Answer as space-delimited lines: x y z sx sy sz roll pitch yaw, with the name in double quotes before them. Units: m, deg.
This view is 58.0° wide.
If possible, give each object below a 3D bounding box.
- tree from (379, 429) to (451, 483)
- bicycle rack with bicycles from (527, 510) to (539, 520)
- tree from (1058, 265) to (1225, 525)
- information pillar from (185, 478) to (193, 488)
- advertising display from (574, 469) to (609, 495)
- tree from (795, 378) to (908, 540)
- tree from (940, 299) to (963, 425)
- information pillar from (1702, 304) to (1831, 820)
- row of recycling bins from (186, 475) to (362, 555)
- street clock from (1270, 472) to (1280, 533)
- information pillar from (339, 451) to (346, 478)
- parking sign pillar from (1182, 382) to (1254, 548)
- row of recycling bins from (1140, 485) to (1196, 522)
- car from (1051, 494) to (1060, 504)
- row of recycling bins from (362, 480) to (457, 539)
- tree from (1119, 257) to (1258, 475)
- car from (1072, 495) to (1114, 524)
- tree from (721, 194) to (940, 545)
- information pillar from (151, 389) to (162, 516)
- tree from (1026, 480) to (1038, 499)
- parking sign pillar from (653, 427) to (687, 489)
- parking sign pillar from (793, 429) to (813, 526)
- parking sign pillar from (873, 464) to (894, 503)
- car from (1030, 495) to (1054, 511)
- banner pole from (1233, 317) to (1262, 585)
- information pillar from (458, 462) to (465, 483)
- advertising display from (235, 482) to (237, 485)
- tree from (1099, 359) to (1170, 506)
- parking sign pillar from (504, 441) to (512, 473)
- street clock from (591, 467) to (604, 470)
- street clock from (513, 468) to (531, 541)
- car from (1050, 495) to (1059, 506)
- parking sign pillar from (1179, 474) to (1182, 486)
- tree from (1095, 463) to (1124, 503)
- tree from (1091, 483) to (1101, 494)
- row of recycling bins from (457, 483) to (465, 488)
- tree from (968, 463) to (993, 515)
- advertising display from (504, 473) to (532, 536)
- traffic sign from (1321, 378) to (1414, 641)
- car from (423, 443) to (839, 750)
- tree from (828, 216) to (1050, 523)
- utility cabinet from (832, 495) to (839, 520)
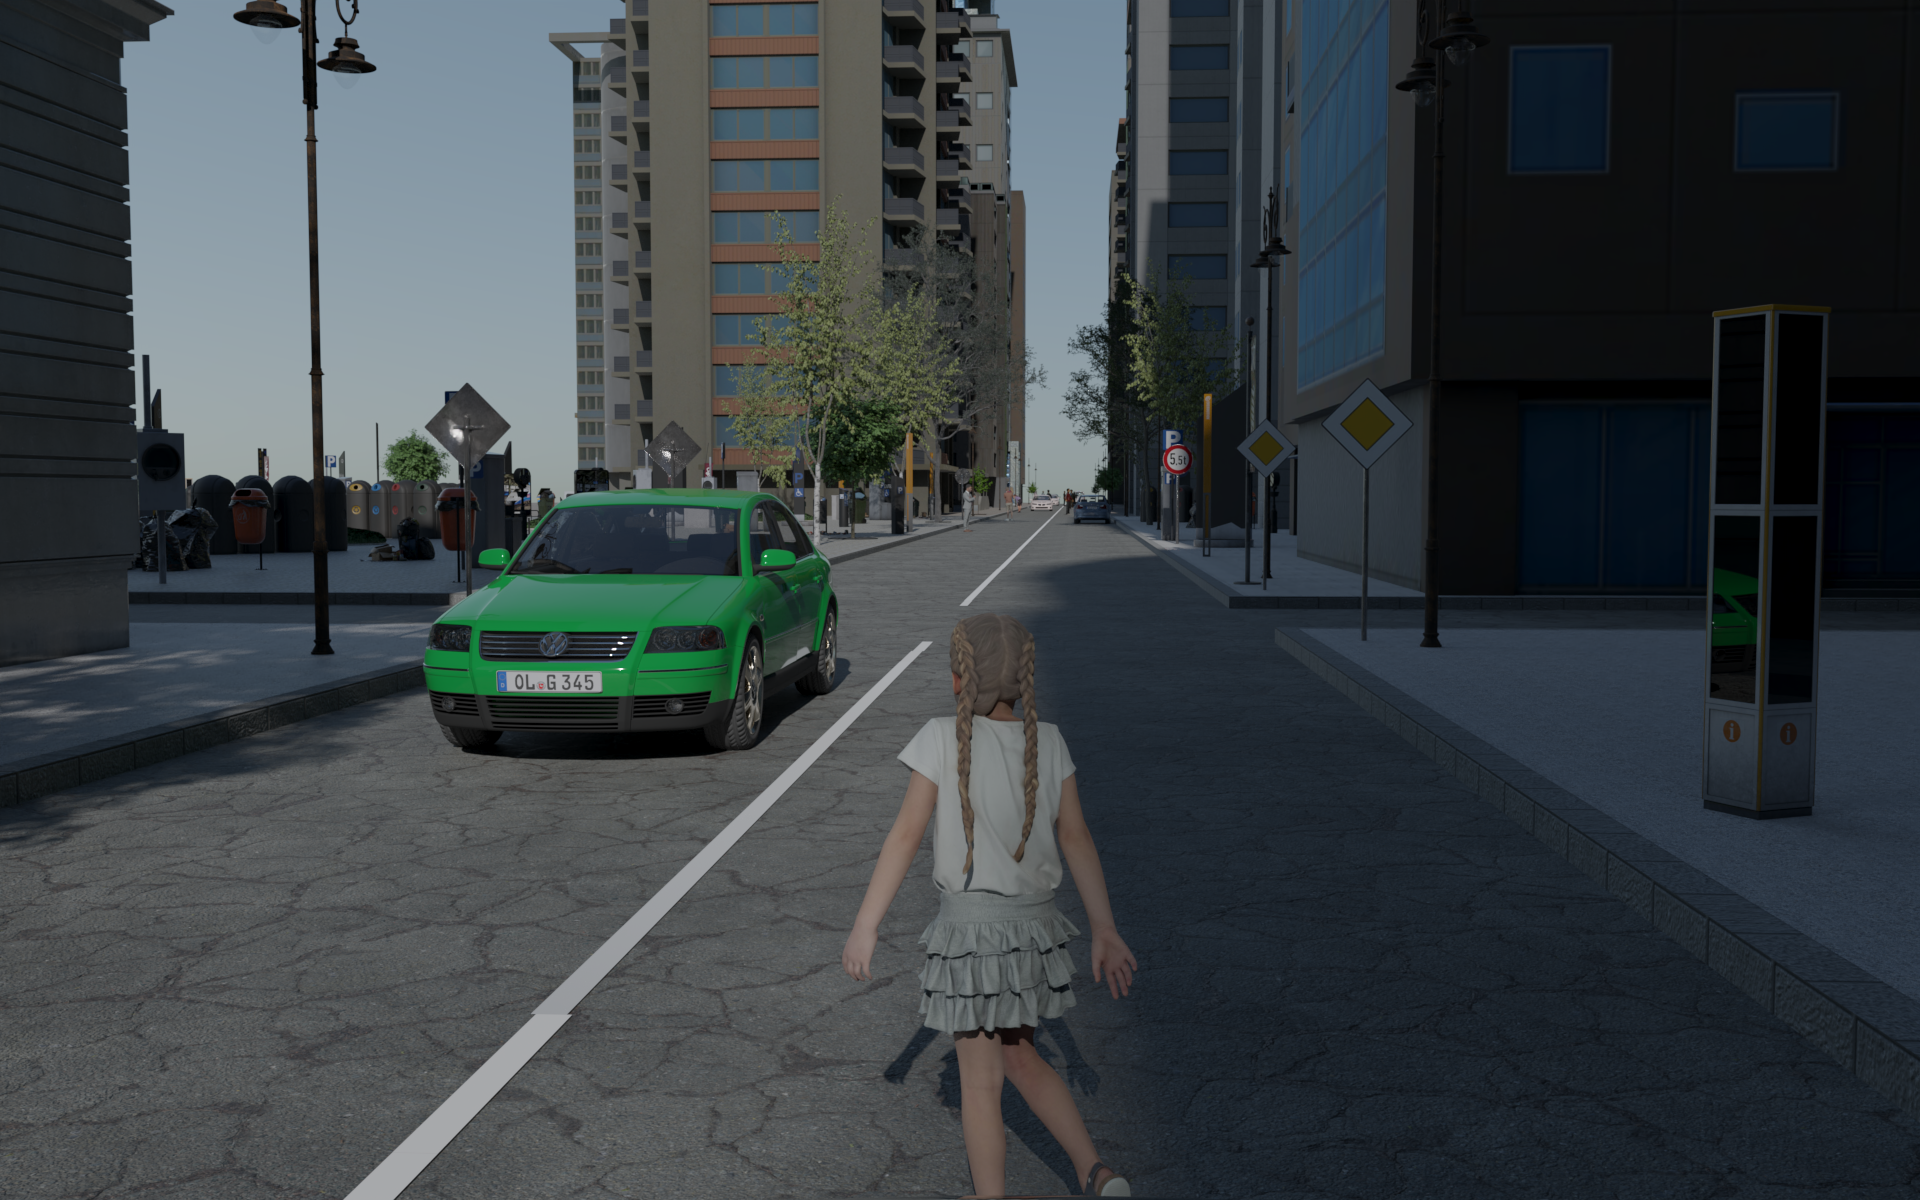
"tree" -26.807 -6.187 84.866 4.285 4.588 4.351 0 3 0
"bicycle rack with bicycles" -19.053 -3.602 72.270 2.852 0.926 2.925 1 4 22
"tree" 7.499 -8.371 71.286 7.601 10.594 8.767 0 4 8
"information pillar" -36.116 -4.690 81.173 0.304 2.012 0.304 -2 4 -28
"advertising display" -9.663 -2.462 45.473 0.974 1.923 0.123 -3 5 -41
"tree" -3.107 -4.006 49.220 4.285 4.588 4.351 0 3 0
"tree" -2.020 -6.779 61.205 4.737 8.622 4.395 0 3 0
"information pillar" 3.217 -0.149 6.929 0.304 2.012 0.304 -1 4 -21
"row of recycling bins" -15.000 -1.880 37.844 1.069 1.692 3.534 3 4 36
"street clock" 10.253 -3.178 56.531 0.358 2.002 0.471 -1 4 -11
"information pillar" -33.461 -6.269 93.861 0.504 3.616 0.183 3 4 36
"parking sign pillar" 6.391 -3.264 41.842 1.447 3.967 1.447 2 4 31
"row of recycling bins" 9.778 -4.383 78.779 3.534 1.692 1.069 3 4 36
"car" 13.776 -14.906 255.505 2.131 1.459 4.920 0 4 2
"row of recycling bins" -16.399 -2.638 50.246 3.534 1.692 1.069 2 4 28
"tree" 6.753 -6.319 53.685 4.737 8.622 4.395 0 3 0
"car" 6.454 -4.419 84.261 2.014 1.417 4.499 0 4 6
"tree" -3.532 -5.691 43.411 4.737 8.622 4.395 0 3 0
"information pillar" -17.773 -2.876 38.378 0.183 3.616 0.504 0 4 -6
"tree" 9.970 -14.914 238.441 1.663 3.219 1.824 0 3 0
"parking sign pillar" -11.731 -4.984 69.954 1.447 3.967 1.447 1 4 14
"parking sign pillar" -6.476 -4.967 69.683 1.447 3.967 1.447 0 4 -5
"parking sign pillar" -3.846 -6.027 87.014 1.447 3.967 1.447 3 4 36
"car" 6.915 -8.207 146.546 2.083 1.381 4.827 0 4 3
"banner pole" 4.085 -2.098 24.320 0.401 3.779 0.863 0 4 2
"information pillar" -28.755 -6.651 100.104 0.504 3.616 0.183 -1 4 -20
"advertising display" -38.446 -5.380 93.175 0.974 1.923 0.123 -3 5 -39
"tree" 9.377 -8.608 91.100 4.360 8.622 3.978 0 3 0
"parking sign pillar" -22.981 -6.052 87.414 1.447 3.967 1.447 0 4 1
"street clock" -9.826 -2.596 47.017 0.358 2.002 0.471 1 4 17
"street clock" -12.089 -2.648 47.863 0.358 2.002 0.471 2 4 28
"car" 11.393 -12.425 215.513 2.083 1.381 4.827 0 4 5
"parking sign pillar" 12.302 -6.656 97.292 1.447 3.967 1.447 -2 4 -30
"tree" 15.617 -12.132 182.070 4.285 4.588 4.351 0 3 0
"tree" 20.013 -15.853 253.804 1.663 3.219 1.824 0 3 0
"row of recycling bins" -18.410 -3.451 63.536 1.069 1.692 3.534 0 4 7
"tree" 1.256 -6.887 107.198 1.663 3.219 1.824 0 3 0
"advertising display" -13.623 -2.936 53.217 0.123 1.923 0.974 3 5 45
"traffic sign" 3.533 -0.701 15.096 0.795 2.450 0.064 0 4 4
"car" -1.911 -0.144 11.145 1.959 1.807 4.718 0 4 5
"tree" -1.127 -10.232 77.668 12.009 13.543 11.850 0 3 0
"utility cabinet" -6.052 -4.640 87.025 0.306 1.237 1.020 2 4 28
